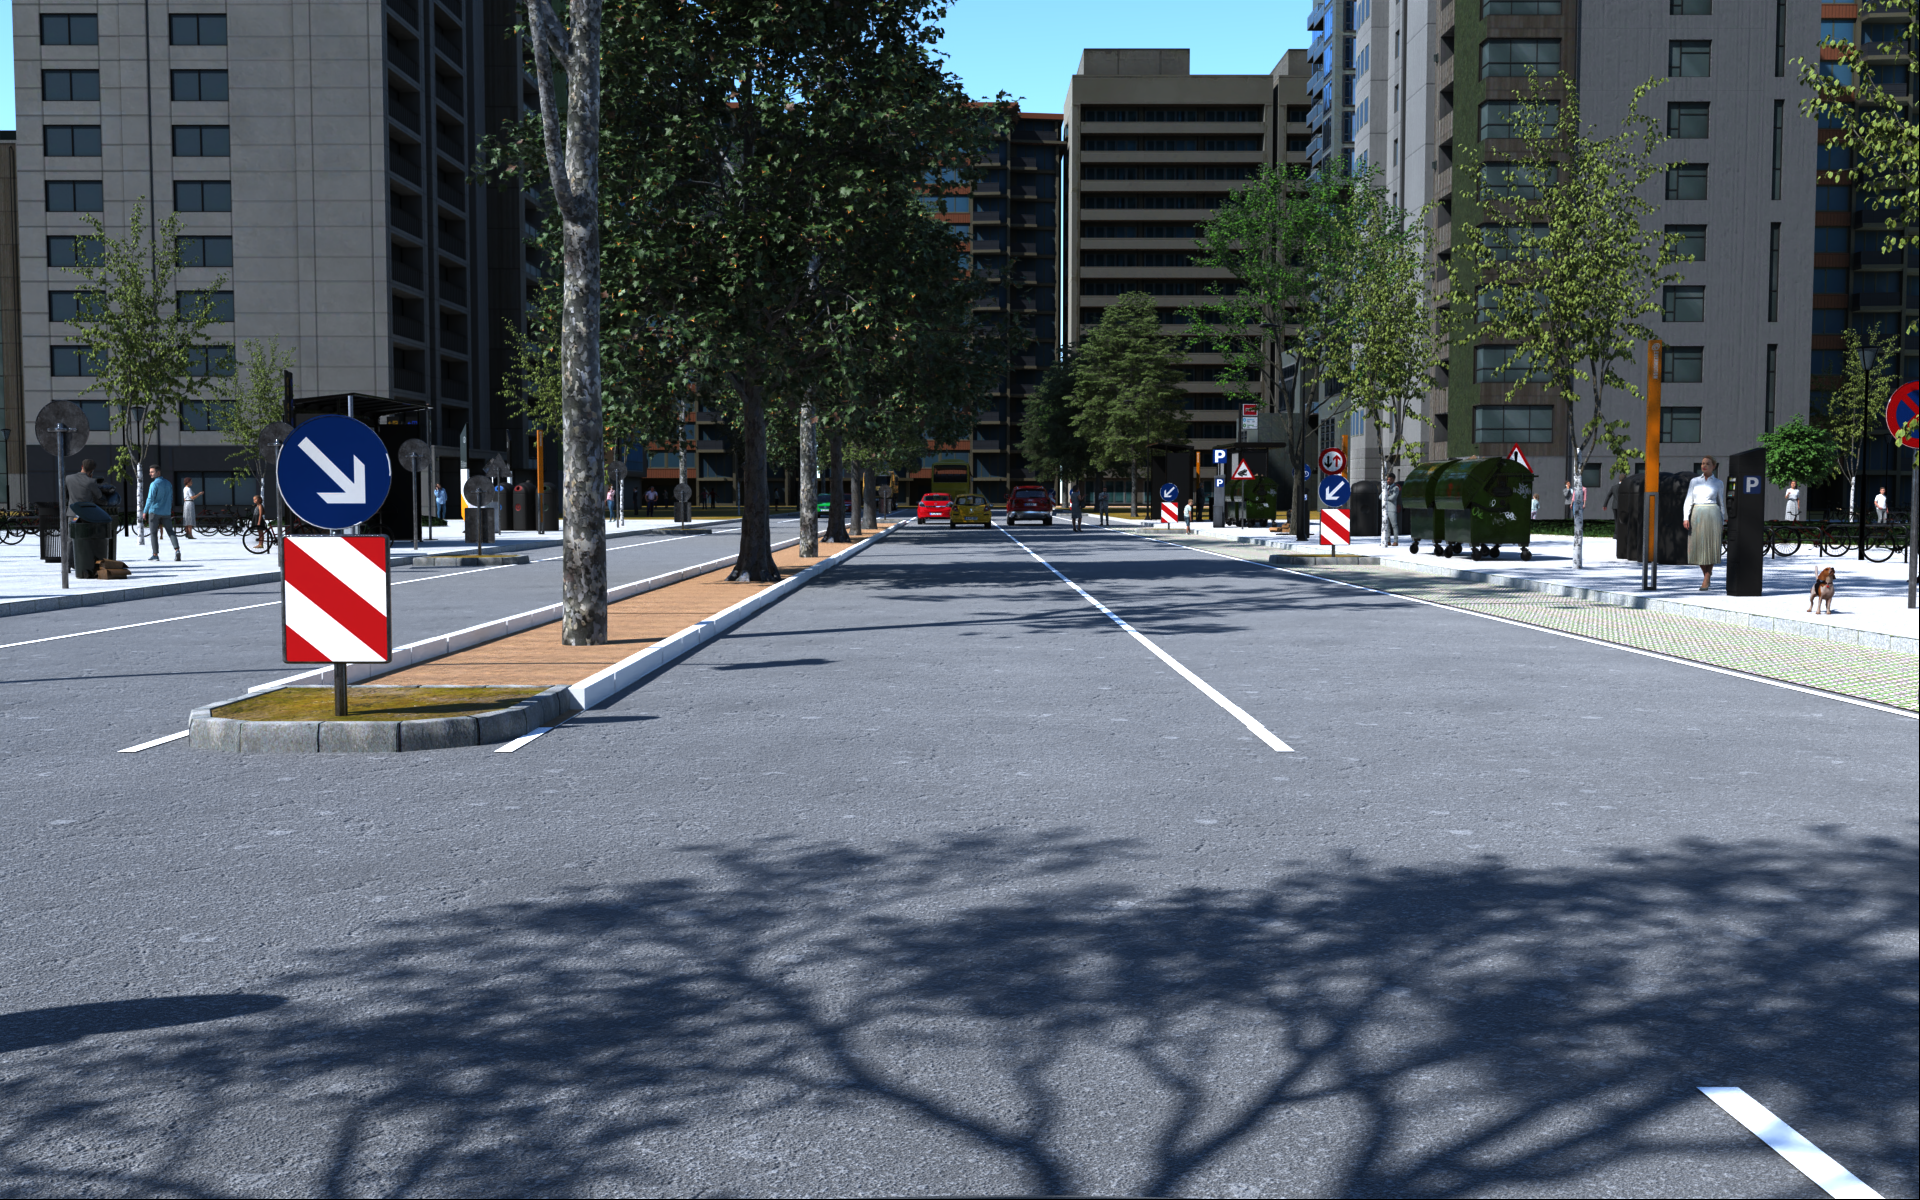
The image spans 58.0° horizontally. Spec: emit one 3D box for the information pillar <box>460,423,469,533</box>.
[{"bbox_3d":[-16.316,-4.022,57.117,0.183,3.616,0.504,-3,5,-41],"label":"information pillar"}]

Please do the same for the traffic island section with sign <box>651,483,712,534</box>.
[{"bbox_3d":[-10.015,-3.294,62.479,1.989,1.847,2.006,0,3,0],"label":"traffic island section with sign"}]

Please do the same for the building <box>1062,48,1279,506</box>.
[{"bbox_3d":[22.213,-34.804,192.741,21.600,48.544,21.300,0,3,0],"label":"building"}]

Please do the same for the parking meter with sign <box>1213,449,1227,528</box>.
[{"bbox_3d":[9.976,-4.306,66.665,0.543,3.016,1.738,1,4,10],"label":"parking meter with sign"}]

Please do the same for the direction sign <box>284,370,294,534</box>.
[{"bbox_3d":[-12.395,-2.451,32.067,0.379,3.537,0.876,-1,4,-14],"label":"direction sign"}]

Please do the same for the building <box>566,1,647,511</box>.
[{"bbox_3d":[-33.864,-29.963,140.002,14.200,45.320,14.600,0,3,0],"label":"building"}]

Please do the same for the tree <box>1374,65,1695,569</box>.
[{"bbox_3d":[10.405,-4.829,29.322,4.737,8.622,4.395,0,3,0],"label":"tree"}]

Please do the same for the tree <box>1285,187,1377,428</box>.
[{"bbox_3d":[10.033,-5.551,41.122,4.737,8.622,4.395,0,3,0],"label":"tree"}]

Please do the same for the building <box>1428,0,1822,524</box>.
[{"bbox_3d":[28.808,-18.785,78.838,14.160,30.474,14.107,0,3,0],"label":"building"}]

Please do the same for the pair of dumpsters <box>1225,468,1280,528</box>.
[{"bbox_3d":[11.376,-3.979,67.547,1.574,2.255,4.437,0,3,0],"label":"pair of dumpsters"}]

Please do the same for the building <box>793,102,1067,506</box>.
[{"bbox_3d":[-3.023,-32.969,193.662,28.867,44.769,22.147,0,3,0],"label":"building"}]

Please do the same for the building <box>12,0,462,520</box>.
[{"bbox_3d":[-36.472,-40.155,94.784,20.563,71.187,20.611,0,3,0],"label":"building"}]

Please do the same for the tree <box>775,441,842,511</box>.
[{"bbox_3d":[-13.528,-13.286,151.644,8.767,10.594,7.601,1,4,16],"label":"tree"}]

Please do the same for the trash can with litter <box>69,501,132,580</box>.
[{"bbox_3d":[-13.003,-0.912,26.294,1.055,1.170,0.624,2,4,29],"label":"trash can with litter"}]

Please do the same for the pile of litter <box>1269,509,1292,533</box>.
[{"bbox_3d":[10.944,-2.700,58.105,1.176,0.858,1.719,0,4,8],"label":"pile of litter"}]

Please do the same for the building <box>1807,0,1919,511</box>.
[{"bbox_3d":[63.056,-29.494,136.858,28.867,44.769,22.147,0,3,0],"label":"building"}]

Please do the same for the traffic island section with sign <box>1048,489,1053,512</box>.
[{"bbox_3d":[7.251,-8.012,139.616,1.989,1.847,2.006,0,3,0],"label":"traffic island section with sign"}]

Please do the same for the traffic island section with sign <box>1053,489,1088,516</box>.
[{"bbox_3d":[7.295,-6.363,112.661,1.989,1.847,2.006,0,3,0],"label":"traffic island section with sign"}]

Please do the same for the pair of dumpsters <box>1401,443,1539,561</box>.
[{"bbox_3d":[10.273,-1.991,35.042,1.574,2.255,4.437,0,4,0],"label":"pair of dumpsters"}]

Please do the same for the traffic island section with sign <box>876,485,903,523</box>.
[{"bbox_3d":[-3.742,-4.743,85.682,2.006,1.907,1.989,0,3,0],"label":"traffic island section with sign"}]

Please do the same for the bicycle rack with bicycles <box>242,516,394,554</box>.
[{"bbox_3d":[-13.940,-1.511,38.080,2.925,0.926,2.852,0,4,-7],"label":"bicycle rack with bicycles"}]

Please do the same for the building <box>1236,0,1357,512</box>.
[{"bbox_3d":[34.818,-50.008,130.309,22.319,86.520,31.000,0,3,0],"label":"building"}]

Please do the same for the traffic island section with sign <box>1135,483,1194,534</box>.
[{"bbox_3d":[7.400,-3.320,62.910,1.989,1.847,2.006,0,3,0],"label":"traffic island section with sign"}]

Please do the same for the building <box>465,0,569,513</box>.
[{"bbox_3d":[-34.032,-26.301,113.621,14.154,41.232,14.086,0,3,0],"label":"building"}]

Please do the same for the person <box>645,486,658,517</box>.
[{"bbox_3d":[-17.247,-5.499,96.884,0.756,1.711,0.436,-1,4,-18],"label":"person"}]

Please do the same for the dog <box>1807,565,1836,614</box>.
[{"bbox_3d":[9.281,-0.109,18.617,0.406,0.507,0.540,-2,4,-24],"label":"dog"}]

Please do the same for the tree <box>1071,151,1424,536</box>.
[{"bbox_3d":[10.469,-7.824,53.680,9.928,11.665,9.643,0,3,0],"label":"tree"}]

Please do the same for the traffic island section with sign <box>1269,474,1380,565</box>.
[{"bbox_3d":[7.454,-1.658,35.730,1.989,1.847,2.006,0,3,0],"label":"traffic island section with sign"}]

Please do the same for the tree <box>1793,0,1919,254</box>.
[{"bbox_3d":[10.449,-4.031,16.276,4.737,8.622,4.395,0,3,0],"label":"tree"}]

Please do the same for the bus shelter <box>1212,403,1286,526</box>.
[{"bbox_3d":[12.127,-5.909,74.236,2.179,5.291,8.768,0,3,0],"label":"bus shelter"}]

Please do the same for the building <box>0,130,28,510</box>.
[{"bbox_3d":[-69.924,-22.567,140.669,14.107,30.474,14.160,0,3,0],"label":"building"}]

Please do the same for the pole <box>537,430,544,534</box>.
[{"bbox_3d":[-13.344,-3.747,55.101,0.158,3.312,0.155,0,3,0],"label":"pole"}]

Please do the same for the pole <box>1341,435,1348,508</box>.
[{"bbox_3d":[13.273,-4.035,59.820,0.158,3.312,0.155,0,3,0],"label":"pole"}]

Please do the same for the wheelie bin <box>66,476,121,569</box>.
[{"bbox_3d":[-14.856,-1.337,29.760,0.693,1.594,0.980,0,4,2],"label":"wheelie bin"}]

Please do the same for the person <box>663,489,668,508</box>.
[{"bbox_3d":[-26.584,-9.123,155.739,0.750,1.759,0.617,2,4,25],"label":"person"}]

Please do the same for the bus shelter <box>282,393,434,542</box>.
[{"bbox_3d":[-14.881,-3.176,43.211,1.731,3.624,6.357,0,4,0],"label":"bus shelter"}]

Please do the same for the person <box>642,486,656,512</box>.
[{"bbox_3d":[-21.951,-7.109,122.276,0.705,1.824,1.348,3,5,45],"label":"person"}]

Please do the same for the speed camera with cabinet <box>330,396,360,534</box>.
[{"bbox_3d":[-12.643,-2.518,35.502,0.660,3.252,2.038,-1,4,-18],"label":"speed camera with cabinet"}]

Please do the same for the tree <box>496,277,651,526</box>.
[{"bbox_3d":[-13.111,-6.586,58.037,4.737,8.622,4.395,0,3,0],"label":"tree"}]

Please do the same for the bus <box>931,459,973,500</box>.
[{"bbox_3d":[-0.557,-7.907,120.824,2.896,3.916,12.252,0,4,1],"label":"bus"}]

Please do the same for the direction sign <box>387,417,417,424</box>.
[{"bbox_3d":[-16.313,-3.595,50.777,0.876,3.537,0.379,-1,4,-18],"label":"direction sign"}]

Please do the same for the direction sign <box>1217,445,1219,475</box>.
[{"bbox_3d":[12.209,-5.405,80.371,0.876,3.537,0.379,-3,5,-39],"label":"direction sign"}]

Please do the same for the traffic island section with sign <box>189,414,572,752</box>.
[{"bbox_3d":[-3.572,-0.147,10.544,2.006,1.907,1.989,0,3,0],"label":"traffic island section with sign"}]

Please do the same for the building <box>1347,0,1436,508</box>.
[{"bbox_3d":[34.043,-34.198,101.129,21.231,58.520,28.212,0,3,0],"label":"building"}]

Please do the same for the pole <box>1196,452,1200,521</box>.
[{"bbox_3d":[11.508,-5.494,83.676,0.158,3.312,0.155,0,3,0],"label":"pole"}]

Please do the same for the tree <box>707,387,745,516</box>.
[{"bbox_3d":[-12.991,-9.356,103.327,4.360,8.622,3.978,0,3,0],"label":"tree"}]

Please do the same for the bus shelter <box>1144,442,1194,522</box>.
[{"bbox_3d":[9.838,-5.529,81.684,1.731,3.624,6.357,0,3,0],"label":"bus shelter"}]

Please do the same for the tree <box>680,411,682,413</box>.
[{"bbox_3d":[-13.527,-7.305,69.795,4.737,8.622,4.395,0,3,0],"label":"tree"}]

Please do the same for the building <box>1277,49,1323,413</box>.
[{"bbox_3d":[43.812,-34.815,192.933,21.600,48.544,21.300,0,3,0],"label":"building"}]

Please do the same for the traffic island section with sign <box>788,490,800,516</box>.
[{"bbox_3d":[-10.124,-6.361,112.633,1.989,1.847,2.006,0,3,0],"label":"traffic island section with sign"}]

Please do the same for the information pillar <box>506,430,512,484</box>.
[{"bbox_3d":[-16.315,-4.366,62.743,0.183,3.616,0.504,-2,4,-26],"label":"information pillar"}]

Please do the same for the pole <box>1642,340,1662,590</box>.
[{"bbox_3d":[9.203,-1.785,23.030,0.158,3.312,0.155,0,3,0],"label":"pole"}]

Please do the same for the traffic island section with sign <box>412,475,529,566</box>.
[{"bbox_3d":[-9.956,-1.645,35.523,1.989,1.847,2.006,0,3,0],"label":"traffic island section with sign"}]

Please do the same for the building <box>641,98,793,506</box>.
[{"bbox_3d":[-32.346,-32.972,193.710,28.867,44.769,22.147,0,3,0],"label":"building"}]
